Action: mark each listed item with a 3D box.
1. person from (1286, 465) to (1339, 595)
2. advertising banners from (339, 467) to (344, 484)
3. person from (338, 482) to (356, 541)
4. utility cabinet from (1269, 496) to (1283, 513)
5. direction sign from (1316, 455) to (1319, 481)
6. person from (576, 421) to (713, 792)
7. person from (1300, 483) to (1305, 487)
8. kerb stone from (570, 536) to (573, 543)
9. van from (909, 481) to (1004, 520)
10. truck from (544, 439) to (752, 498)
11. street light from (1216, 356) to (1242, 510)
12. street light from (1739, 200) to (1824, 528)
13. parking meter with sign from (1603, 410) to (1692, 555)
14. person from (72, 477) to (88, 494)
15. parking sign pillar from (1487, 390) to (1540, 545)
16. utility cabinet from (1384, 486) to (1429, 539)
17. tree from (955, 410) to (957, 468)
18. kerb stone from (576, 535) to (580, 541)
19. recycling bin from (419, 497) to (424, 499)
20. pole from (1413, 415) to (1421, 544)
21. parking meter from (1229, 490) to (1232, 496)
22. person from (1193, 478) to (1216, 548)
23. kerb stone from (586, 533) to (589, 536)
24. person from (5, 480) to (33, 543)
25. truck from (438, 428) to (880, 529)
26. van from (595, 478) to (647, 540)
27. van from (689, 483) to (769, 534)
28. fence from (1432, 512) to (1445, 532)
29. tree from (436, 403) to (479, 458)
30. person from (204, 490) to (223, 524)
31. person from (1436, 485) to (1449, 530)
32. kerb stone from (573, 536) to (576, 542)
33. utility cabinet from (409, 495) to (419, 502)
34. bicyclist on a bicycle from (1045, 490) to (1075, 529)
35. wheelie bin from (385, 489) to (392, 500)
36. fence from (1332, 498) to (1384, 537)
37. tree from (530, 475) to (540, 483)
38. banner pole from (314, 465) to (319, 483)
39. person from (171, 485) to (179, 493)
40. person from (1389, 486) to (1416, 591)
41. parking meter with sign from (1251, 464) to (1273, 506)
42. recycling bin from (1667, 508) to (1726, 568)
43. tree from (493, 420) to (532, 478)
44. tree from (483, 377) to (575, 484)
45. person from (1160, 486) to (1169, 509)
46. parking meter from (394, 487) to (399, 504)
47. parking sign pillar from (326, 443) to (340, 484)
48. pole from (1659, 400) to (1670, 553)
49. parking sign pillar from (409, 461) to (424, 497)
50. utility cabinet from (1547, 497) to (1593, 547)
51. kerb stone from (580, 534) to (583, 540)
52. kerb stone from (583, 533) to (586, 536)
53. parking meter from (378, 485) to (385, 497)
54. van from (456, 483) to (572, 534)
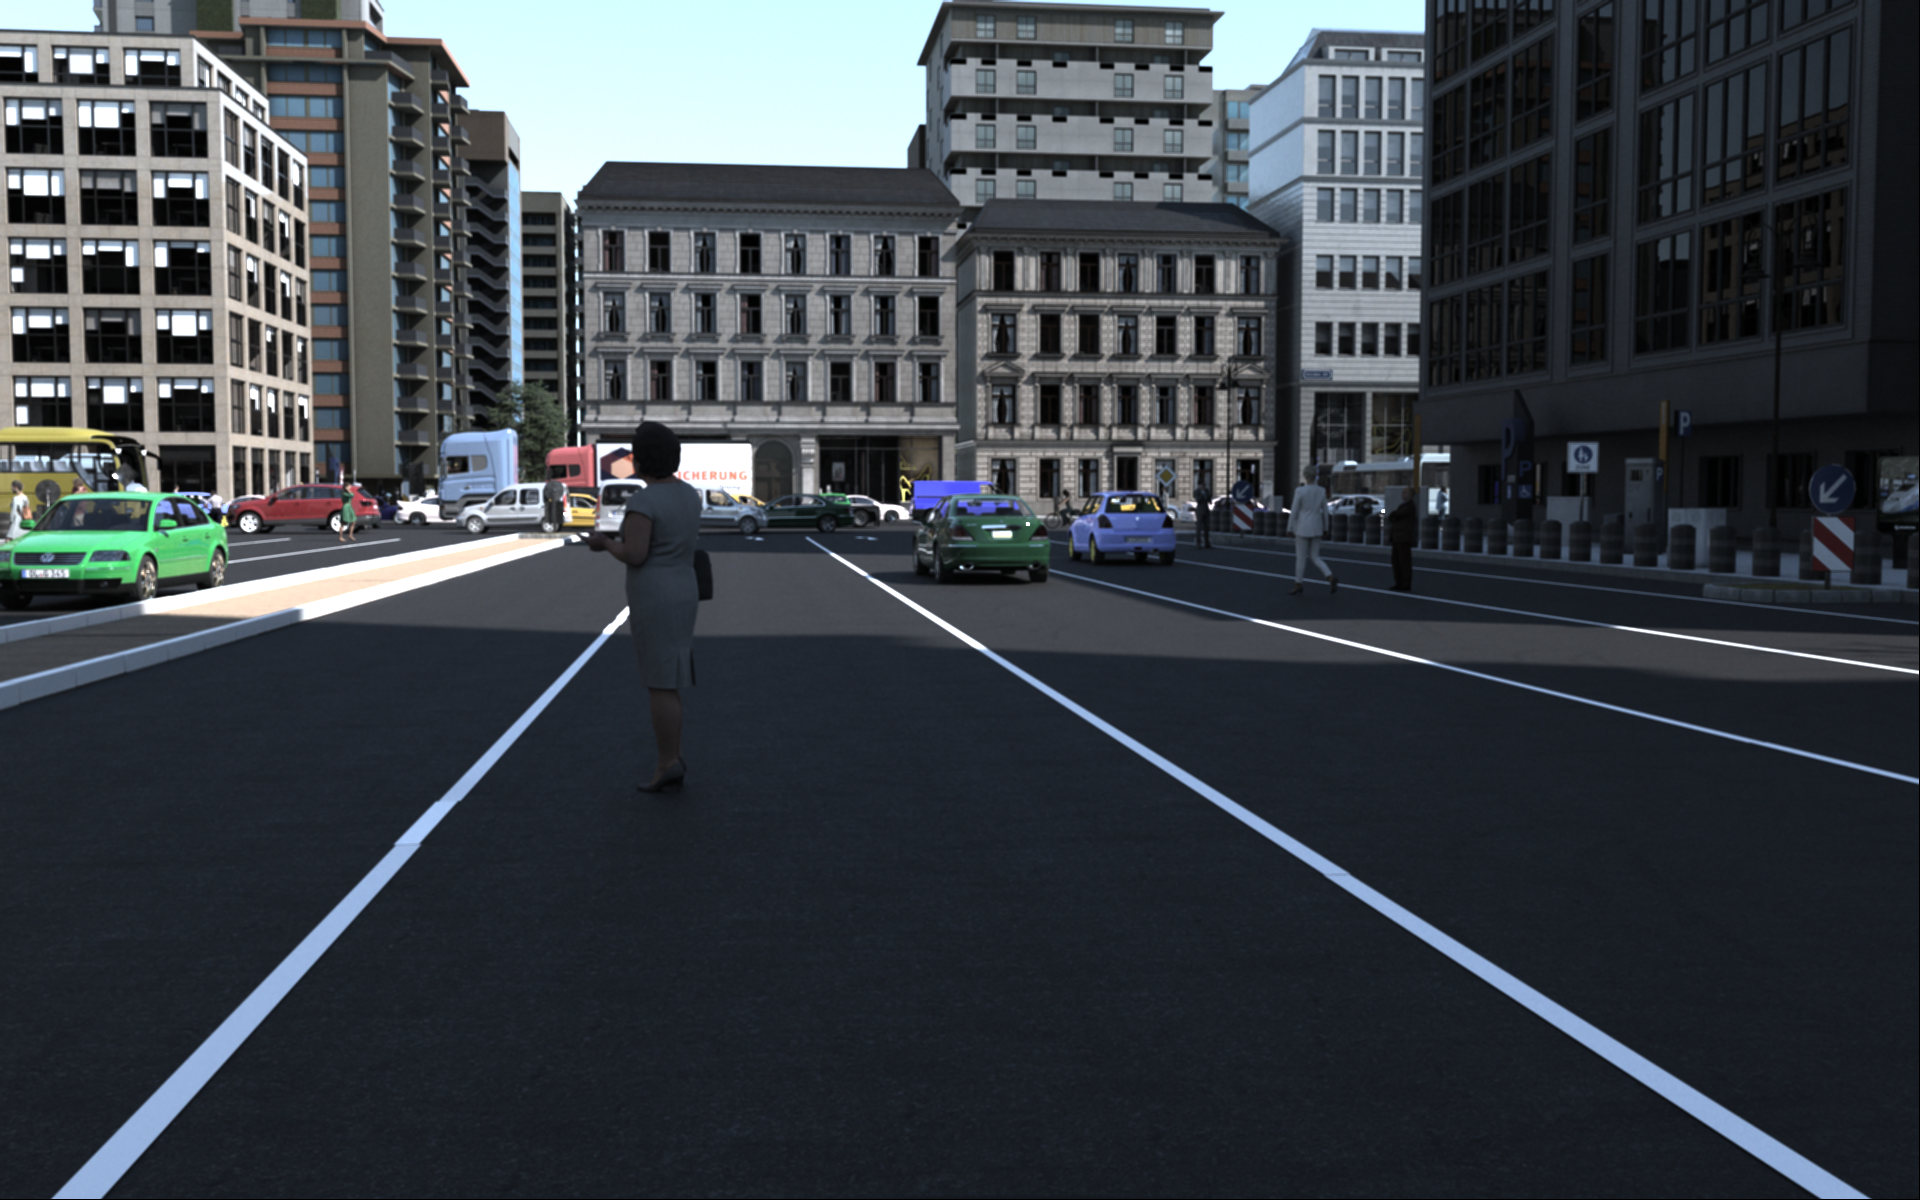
[{"bbox_3d":[4.969,-0.981,24.413,0.514,1.842,0.818,-3,5,-40],"label":"person"},{"bbox_3d":[-40.892,-7.162,113.284,0.090,3.025,2.074,1,4,18],"label":"advertising banners"},{"bbox_3d":[-18.750,-2.703,52.948,0.529,1.795,0.600,-1,4,-13],"label":"person"},{"bbox_3d":[9.932,-2.650,54.492,0.306,1.237,1.020,0,4,2],"label":"utility cabinet"},{"bbox_3d":[20.468,-6.595,99.822,0.379,3.537,0.876,2,4,35],"label":"direction sign"},{"bbox_3d":[-1.488,0.025,8.444,0.532,1.782,0.716,2,4,24],"label":"person"},{"bbox_3d":[12.291,-3.317,62.590,0.748,1.841,0.638,0,4,-4],"label":"person"},{"bbox_3d":[-11.380,-1.708,50.124,0.120,0.150,1.000,0,4,-7],"label":"kerb stone"},{"bbox_3d":[0.247,-4.696,81.160,5.245,2.365,2.240,0,4,-7],"label":"van"},{"bbox_3d":[-16.455,-6.174,89.865,11.283,4.237,2.839,0,4,-6],"label":"truck"},{"bbox_3d":[8.987,-5.211,57.985,0.468,5.910,1.993,0,4,-7],"label":"street light"},{"bbox_3d":[13.034,-3.354,27.633,0.468,5.910,1.993,0,4,-7],"label":"street light"},{"bbox_3d":[14.531,-2.477,36.760,0.543,3.016,1.738,-3,4,-38],"label":"parking meter with sign"},{"bbox_3d":[-21.067,-2.017,41.445,0.580,1.828,0.573,3,4,39],"label":"person"},{"bbox_3d":[14.233,-3.409,44.206,1.447,3.967,1.447,0,4,1],"label":"parking sign pillar"},{"bbox_3d":[12.500,-2.436,48.507,1.173,1.500,0.318,1,4,23],"label":"utility cabinet"},{"bbox_3d":[-3.003,-14.696,158.412,7.486,12.596,7.792,0,3,0],"label":"tree"},{"bbox_3d":[-11.644,-1.833,52.165,0.120,0.150,1.000,0,4,-7],"label":"kerb stone"},{"bbox_3d":[-42.509,-7.531,135.688,0.722,1.027,0.722,2,4,30],"label":"recycling bin"},{"bbox_3d":[11.737,-3.099,44.507,0.158,3.312,0.155,0,3,0],"label":"pole"},{"bbox_3d":[15.453,-5.534,98.895,0.372,1.533,0.369,0,3,0],"label":"parking meter"},{"bbox_3d":[6.468,-2.286,45.685,0.655,1.846,0.447,-2,4,-35],"label":"person"},{"bbox_3d":[-12.031,-2.021,55.235,0.120,0.150,1.000,0,4,-7],"label":"kerb stone"},{"bbox_3d":[-18.328,-1.482,33.734,0.522,1.701,0.512,0,4,2],"label":"person"},{"bbox_3d":[-12.812,-5.073,72.697,18.799,4.110,2.967,-1,4,-9],"label":"truck"},{"bbox_3d":[-9.523,-2.625,49.934,2.013,2.044,4.112,0,4,-6],"label":"van"},{"bbox_3d":[-8.952,-3.388,62.407,4.112,2.044,2.013,0,4,-7],"label":"van"},{"bbox_3d":[15.702,-2.638,58.502,2.069,0.683,0.278,-2,4,-34],"label":"fence"},{"bbox_3d":[-40.551,-11.602,140.058,4.360,8.622,3.978,0,3,0],"label":"tree"},{"bbox_3d":[-25.163,-2.917,58.397,0.614,1.554,0.590,-2,4,-32],"label":"person"},{"bbox_3d":[19.182,-3.689,69.072,0.793,1.790,0.793,3,5,43],"label":"person"},{"bbox_3d":[-11.515,-1.771,51.145,0.120,0.150,1.000,0,4,-7],"label":"kerb stone"},{"bbox_3d":[-37.737,-6.606,119.171,1.020,1.237,0.306,-1,4,-21],"label":"utility cabinet"},{"bbox_3d":[4.339,-3.794,72.055,1.625,1.676,1.499,0,4,-6],"label":"bicyclist on a bicycle"},{"bbox_3d":[-38.571,-6.614,116.051,0.980,1.594,0.693,0,4,-6],"label":"wheelie bin"},{"bbox_3d":[12.036,-2.466,51.516,2.264,1.192,0.480,3,5,43],"label":"fence"},{"bbox_3d":[-44.248,-11.304,179.414,1.663,3.219,1.824,0,3,0],"label":"tree"},{"bbox_3d":[-55.330,-9.723,148.989,0.401,3.779,0.863,1,4,9],"label":"banner pole"},{"bbox_3d":[-34.649,-4.159,76.469,0.622,1.834,0.822,3,4,38],"label":"person"},{"bbox_3d":[6.557,-0.913,25.691,0.388,1.546,0.482,0,4,2],"label":"person"},{"bbox_3d":[17.887,-6.404,100.969,1.738,3.016,0.543,-1,4,-12],"label":"parking meter with sign"},{"bbox_3d":[12.960,-1.096,30.474,0.722,1.027,0.722,-3,4,-38],"label":"recycling bin"},{"bbox_3d":[-43.819,-13.304,167.888,4.360,8.622,3.978,0,3,0],"label":"tree"},{"bbox_3d":[-46.433,-17.134,186.796,9.857,13.997,8.962,0,3,0],"label":"tree"},{"bbox_3d":[9.182,-4.271,78.525,0.583,1.804,0.606,1,4,14],"label":"person"},{"bbox_3d":[-47.490,-8.581,146.014,0.255,1.863,0.399,2,4,26],"label":"parking meter"},{"bbox_3d":[-33.220,-6.318,91.765,1.447,3.967,1.447,0,4,-8],"label":"parking sign pillar"},{"bbox_3d":[15.367,-2.691,37.842,0.158,3.312,0.155,0,3,0],"label":"pole"},{"bbox_3d":[-44.667,-9.386,141.929,1.447,3.967,1.447,-2,4,-32],"label":"parking sign pillar"},{"bbox_3d":[14.870,-1.903,42.279,1.020,1.237,0.306,3,4,38],"label":"utility cabinet"},{"bbox_3d":[-11.767,-1.895,53.189,0.120,0.150,1.000,0,4,-7],"label":"kerb stone"},{"bbox_3d":[-11.903,-1.958,54.215,0.120,0.150,1.000,0,4,-7],"label":"kerb stone"},{"bbox_3d":[-36.519,-6.339,109.357,0.255,1.863,0.399,1,4,15],"label":"parking meter"},{"bbox_3d":[-16.279,-3.439,63.238,4.112,2.044,2.013,0,4,-7],"label":"van"}]
